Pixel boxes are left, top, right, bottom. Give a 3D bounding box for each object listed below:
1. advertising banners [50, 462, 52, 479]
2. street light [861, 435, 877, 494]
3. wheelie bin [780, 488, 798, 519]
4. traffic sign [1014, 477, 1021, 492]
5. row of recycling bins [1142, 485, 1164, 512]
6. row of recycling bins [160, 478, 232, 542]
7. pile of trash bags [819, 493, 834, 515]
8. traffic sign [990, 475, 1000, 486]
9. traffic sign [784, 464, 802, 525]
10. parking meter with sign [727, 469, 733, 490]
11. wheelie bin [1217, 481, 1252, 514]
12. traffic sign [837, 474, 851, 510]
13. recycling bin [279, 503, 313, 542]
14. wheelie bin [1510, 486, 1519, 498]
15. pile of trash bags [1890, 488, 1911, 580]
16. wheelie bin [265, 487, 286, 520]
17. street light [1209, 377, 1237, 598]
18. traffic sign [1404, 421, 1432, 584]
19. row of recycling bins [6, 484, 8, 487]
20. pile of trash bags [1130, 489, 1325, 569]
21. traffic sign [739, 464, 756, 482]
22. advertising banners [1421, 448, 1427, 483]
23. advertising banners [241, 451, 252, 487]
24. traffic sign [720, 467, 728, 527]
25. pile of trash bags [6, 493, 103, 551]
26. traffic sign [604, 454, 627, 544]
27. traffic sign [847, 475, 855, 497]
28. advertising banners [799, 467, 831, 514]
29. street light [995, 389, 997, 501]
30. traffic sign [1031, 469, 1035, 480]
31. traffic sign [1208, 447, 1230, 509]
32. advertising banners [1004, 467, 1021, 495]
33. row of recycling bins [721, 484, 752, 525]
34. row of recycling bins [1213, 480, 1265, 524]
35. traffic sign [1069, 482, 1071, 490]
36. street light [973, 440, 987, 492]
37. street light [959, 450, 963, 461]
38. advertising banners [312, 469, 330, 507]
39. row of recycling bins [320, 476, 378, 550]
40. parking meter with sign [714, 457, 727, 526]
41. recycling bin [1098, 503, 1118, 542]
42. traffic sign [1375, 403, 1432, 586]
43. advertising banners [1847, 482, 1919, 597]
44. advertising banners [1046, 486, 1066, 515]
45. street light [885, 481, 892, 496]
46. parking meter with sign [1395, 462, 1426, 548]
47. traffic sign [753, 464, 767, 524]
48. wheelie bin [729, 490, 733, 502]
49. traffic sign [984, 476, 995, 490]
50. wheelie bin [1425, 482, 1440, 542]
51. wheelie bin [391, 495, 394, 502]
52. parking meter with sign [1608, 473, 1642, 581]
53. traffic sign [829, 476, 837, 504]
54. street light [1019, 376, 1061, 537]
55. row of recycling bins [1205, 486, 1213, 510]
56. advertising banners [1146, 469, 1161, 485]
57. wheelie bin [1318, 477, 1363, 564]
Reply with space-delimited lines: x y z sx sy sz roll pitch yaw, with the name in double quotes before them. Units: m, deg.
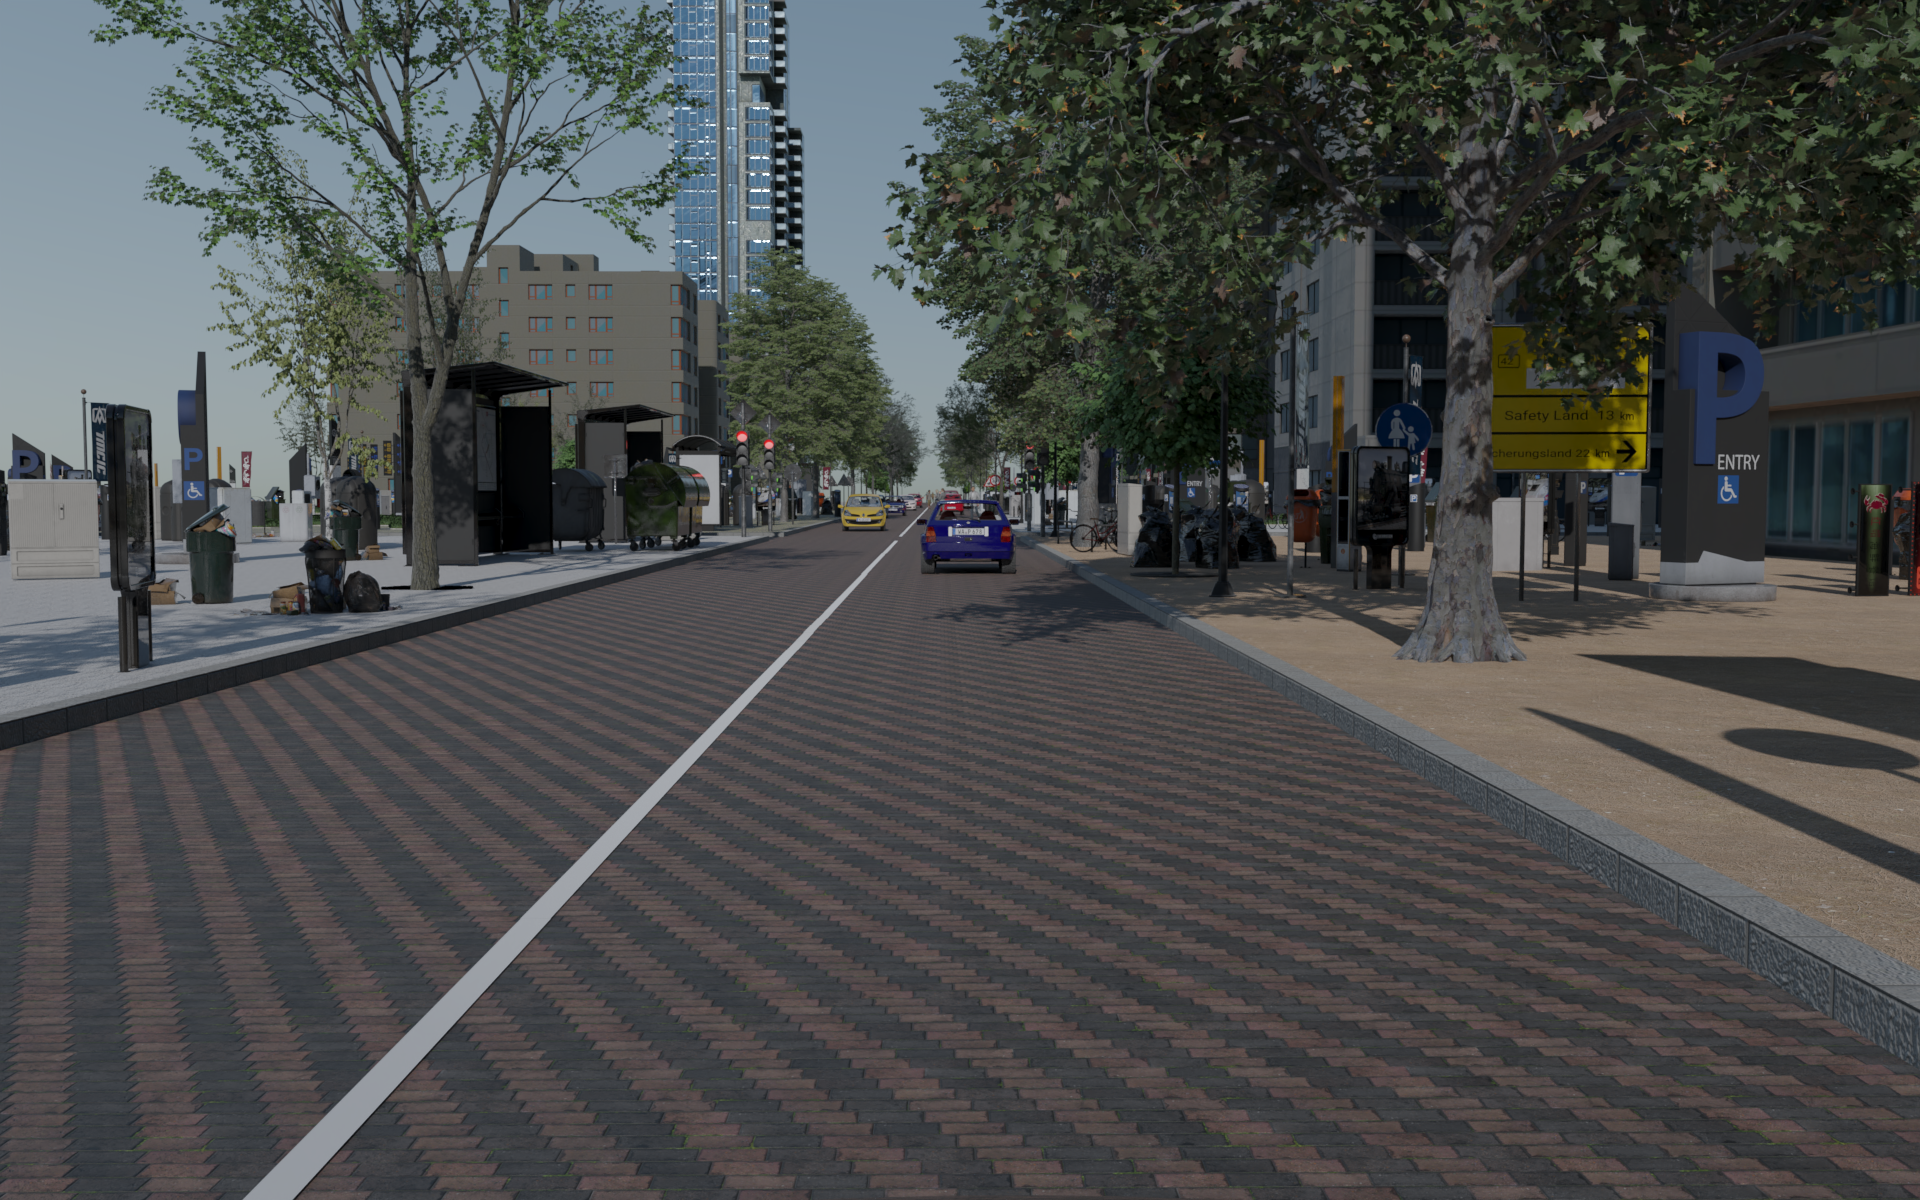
"advertising banners" -48.153 -5.839 91.657 0.090 3.025 2.074 -2 4 -30
"street light" -7.225 -10.009 136.186 1.470 5.913 1.316 0 4 -1
"wheelie bin" -8.702 -4.880 87.702 0.980 1.594 0.693 -3 5 -40
"traffic sign" 4.124 -7.321 119.806 0.768 2.556 0.104 0 4 4
"row of recycling bins" 9.636 -4.488 80.495 3.534 1.692 1.069 -3 5 -40
"row of recycling bins" -20.643 -2.425 46.765 1.069 1.692 3.534 -3 5 -44
"pile of trash bags" -8.764 -6.004 107.920 1.912 1.369 3.447 0 4 0
"traffic sign" 2.303 -6.885 112.673 0.768 2.556 0.104 0 4 0
"traffic sign" -7.005 -4.429 72.528 0.768 2.556 0.104 0 4 6
"parking meter with sign" -16.607 -7.680 121.836 0.543 3.016 1.738 1 4 18
"wheelie bin" 6.891 -2.182 43.576 0.980 1.594 0.693 3 5 43
"traffic sign" -7.283 -6.647 108.683 0.884 2.594 0.081 0 4 5
"recycling bin" -17.928 -2.093 46.779 0.722 1.027 0.722 -1 4 -10
"wheelie bin" 32.510 -5.658 100.411 0.980 1.594 0.693 -3 4 -37
"pile of trash bags" 14.972 -0.995 26.019 1.912 1.369 3.447 0 4 1
"wheelie bin" -28.724 -3.964 72.716 0.693 1.594 0.980 -3 5 -45
"street light" 2.740 -2.992 21.456 1.470 5.913 1.316 0 4 -1
"traffic sign" 6.341 -1.508 24.765 0.768 2.556 0.104 0 4 6
"row of recycling bins" -53.453 -5.563 98.062 1.069 1.692 3.534 2 4 34
"pile of trash bags" 4.624 -1.263 30.404 3.447 1.369 1.912 2 4 25
"traffic sign" -8.885 -4.435 72.614 0.768 2.556 0.104 1 4 9
"advertising banners" 11.018 -2.955 44.499 2.074 3.025 0.090 1 4 13
"advertising banners" -29.791 -4.565 70.820 2.074 3.025 0.090 1 4 16
"traffic sign" -9.189 -3.937 66.493 0.606 2.300 0.079 0 4 5
"pile of trash bags" -21.299 -1.841 39.846 3.447 1.369 1.912 1 4 11
"traffic sign" -8.846 -2.590 44.475 0.606 2.300 0.079 0 4 4
"traffic sign" -7.506 -7.129 116.564 0.884 2.594 0.081 0 4 0
"advertising banners" -9.287 -7.028 111.100 2.074 3.025 0.090 -1 4 -19
"street light" 2.155 -6.299 75.531 1.470 5.913 1.316 0 4 -1
"traffic sign" 3.669 -4.920 80.541 0.768 2.556 0.104 0 4 3
"traffic sign" 5.110 -2.157 35.366 0.768 2.556 0.104 0 4 6
"advertising banners" 3.779 -7.079 111.927 2.074 3.025 0.090 0 4 6
"row of recycling bins" -10.267 -3.914 71.113 3.534 1.692 1.069 0 4 2
"row of recycling bins" 8.264 -2.661 50.627 1.069 1.692 3.534 0 4 0
"traffic sign" 5.305 -5.098 83.451 0.768 2.556 0.104 0 4 4
"street light" 1.648 -8.107 105.086 1.470 5.913 1.316 0 4 -1
"street light" 0.901 -12.750 181.000 1.470 5.913 1.316 0 4 -1
"advertising banners" -44.737 -7.630 120.932 2.074 3.025 0.090 -3 5 -44
"row of recycling bins" -14.573 -2.079 41.103 1.069 1.692 3.534 -2 4 -27
"parking meter with sign" -10.125 -4.430 68.695 0.543 3.016 1.738 2 4 30
"recycling bin" 3.869 -2.076 46.499 0.722 1.027 0.722 0 4 8
"traffic sign" 6.190 -1.476 24.243 0.768 2.556 0.104 1 4 8
"advertising banners" 12.144 -1.563 21.743 2.074 3.025 0.090 -1 4 -10
"advertising banners" 5.883 -6.748 106.515 2.074 3.025 0.090 2 4 34
"street light" -7.563 -11.865 166.531 1.470 5.913 1.316 0 4 -1
"parking meter with sign" 10.786 -2.782 41.751 0.543 3.016 1.738 0 4 -5
"traffic sign" -8.650 -4.555 74.482 0.884 2.594 0.081 0 3 0
"wheelie bin" -16.239 -6.851 119.914 0.980 1.594 0.693 -2 4 -29
"traffic sign" 2.116 -7.541 123.291 0.884 2.594 0.081 0 4 3
"wheelie bin" 12.749 -2.327 45.952 0.693 1.594 0.980 -1 4 -12
"wheelie bin" -27.062 -4.657 84.043 0.980 1.594 0.693 -2 4 -30
"parking meter with sign" 10.126 -1.842 26.376 0.543 3.016 1.738 1 4 21
"traffic sign" -8.902 -7.358 120.314 0.884 2.594 0.081 0 4 4
"street light" 2.300 -4.830 51.504 1.470 5.913 1.316 0 4 -1
"row of recycling bins" 15.551 -5.853 102.805 3.534 1.692 1.069 2 4 24
"advertising banners" 13.872 -7.797 123.675 0.090 3.025 2.074 -2 4 -24
"wheelie bin" 6.996 -1.461 31.791 0.980 1.594 0.693 3 5 43
